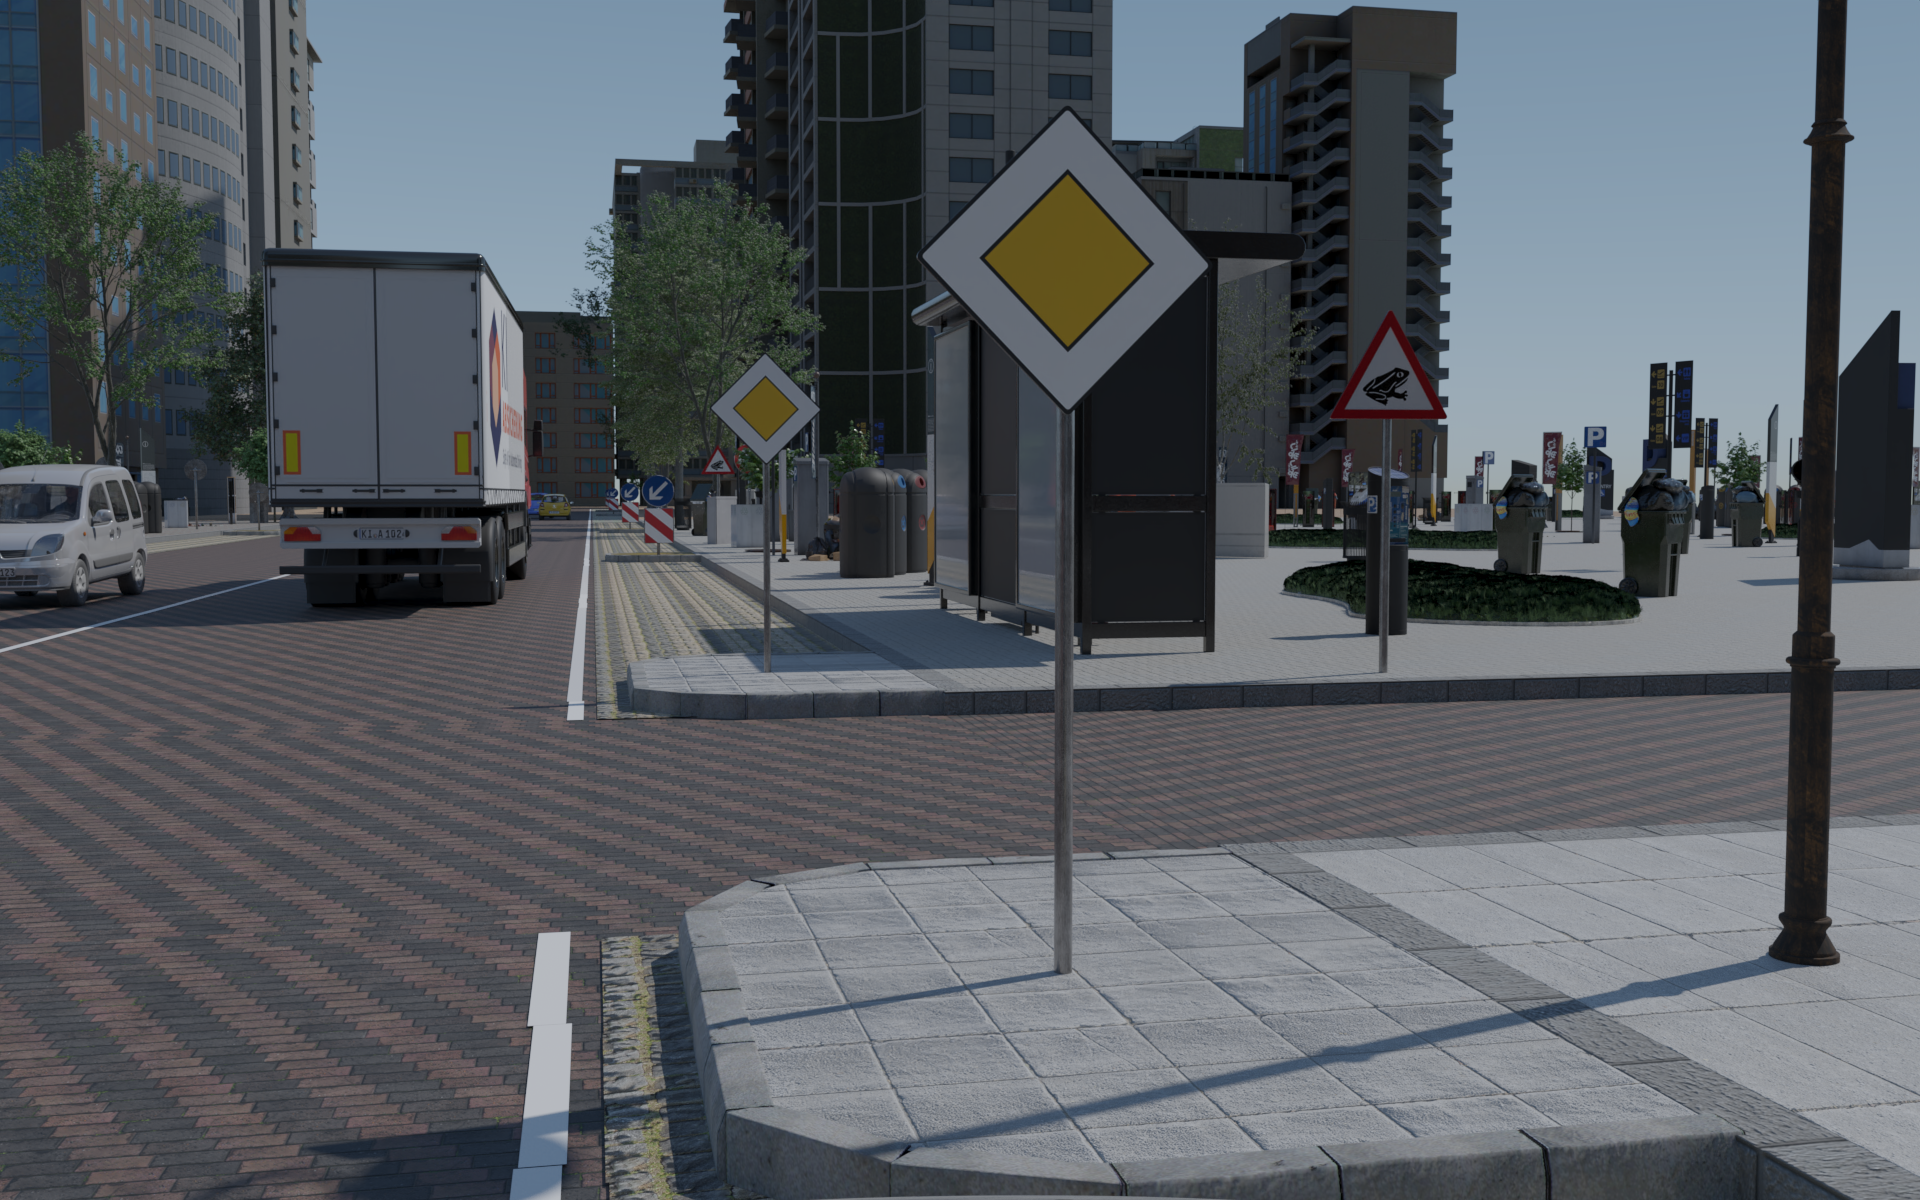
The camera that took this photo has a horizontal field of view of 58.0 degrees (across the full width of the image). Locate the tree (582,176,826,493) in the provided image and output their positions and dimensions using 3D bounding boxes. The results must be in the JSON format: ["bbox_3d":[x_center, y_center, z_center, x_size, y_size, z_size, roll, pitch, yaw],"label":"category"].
[{"bbox_3d":[-8.382,-8.099,58.179,9.928,11.665,9.643,0,3,0],"label":"tree"}]

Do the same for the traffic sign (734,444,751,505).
[{"bbox_3d":[-5.319,-2.672,43.795,0.768,2.556,0.104,-1,4,-8],"label":"traffic sign"}]

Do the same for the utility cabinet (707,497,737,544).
[{"bbox_3d":[-6.124,-2.041,44.539,0.306,1.237,1.020,2,4,23],"label":"utility cabinet"}]

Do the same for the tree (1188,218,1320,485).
[{"bbox_3d":[7.096,-5.862,46.211,4.360,8.622,3.978,0,3,0],"label":"tree"}]

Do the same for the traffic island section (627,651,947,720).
[{"bbox_3d":[-1.366,0.600,12.478,2.009,0.180,2.903,-1,4,-12],"label":"traffic island section"}]

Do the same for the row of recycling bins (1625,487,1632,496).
[{"bbox_3d":[37.176,-5.385,95.160,1.069,1.692,3.534,2,4,27],"label":"row of recycling bins"}]

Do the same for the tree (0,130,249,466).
[{"bbox_3d":[-25.281,-7.662,51.036,9.928,11.665,9.643,0,3,0],"label":"tree"}]

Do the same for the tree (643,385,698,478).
[{"bbox_3d":[-18.426,-9.716,109.218,4.360,8.622,3.978,0,3,0],"label":"tree"}]

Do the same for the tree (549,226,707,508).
[{"bbox_3d":[-23.460,-16.477,125.288,12.611,20.169,13.585,0,3,0],"label":"tree"}]

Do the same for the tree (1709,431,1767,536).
[{"bbox_3d":[23.910,-3.594,53.361,1.663,3.219,1.824,0,3,0],"label":"tree"}]

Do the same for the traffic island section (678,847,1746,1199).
[{"bbox_3d":[0.295,1.077,4.667,2.009,0.180,2.903,-1,4,-12],"label":"traffic island section"}]

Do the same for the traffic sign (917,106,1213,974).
[{"bbox_3d":[0.274,-0.058,4.585,0.795,2.450,0.064,-1,4,-12],"label":"traffic sign"}]

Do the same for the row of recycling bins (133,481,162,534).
[{"bbox_3d":[-26.741,-2.946,55.276,1.069,1.692,3.534,1,4,10],"label":"row of recycling bins"}]

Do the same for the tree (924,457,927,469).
[{"bbox_3d":[-0.969,-5.081,77.672,1.663,3.219,1.824,0,3,0],"label":"tree"}]

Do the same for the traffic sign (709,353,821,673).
[{"bbox_3d":[-1.387,-0.535,12.396,0.795,2.450,0.064,-1,4,-12],"label":"traffic sign"}]

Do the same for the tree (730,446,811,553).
[{"bbox_3d":[-4.369,-2.679,38.408,1.663,3.219,1.824,0,3,0],"label":"tree"}]

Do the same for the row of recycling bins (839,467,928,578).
[{"bbox_3d":[-1.095,-1.274,27.950,1.069,1.692,3.534,1,4,16],"label":"row of recycling bins"}]

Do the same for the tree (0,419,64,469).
[{"bbox_3d":[-41.086,-5.627,75.711,4.285,4.588,4.351,0,3,0],"label":"tree"}]

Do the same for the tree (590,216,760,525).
[{"bbox_3d":[-11.287,-9.332,70.703,7.486,12.596,7.792,0,3,0],"label":"tree"}]

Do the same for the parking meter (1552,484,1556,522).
[{"bbox_3d":[27.400,-4.512,79.482,0.255,1.863,0.399,-3,5,-43],"label":"parking meter"}]

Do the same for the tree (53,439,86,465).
[{"bbox_3d":[-31.517,-4.075,61.231,1.663,3.219,1.824,0,3,0],"label":"tree"}]

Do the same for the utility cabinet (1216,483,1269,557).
[{"bbox_3d":[5.597,-1.599,34.823,1.173,1.500,0.318,2,4,26],"label":"utility cabinet"}]

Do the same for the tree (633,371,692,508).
[{"bbox_3d":[-16.695,-8.954,96.763,4.737,8.622,4.395,0,3,0],"label":"tree"}]

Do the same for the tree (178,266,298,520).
[{"bbox_3d":[-33.537,-10.329,85.880,9.611,12.733,9.660,0,3,0],"label":"tree"}]

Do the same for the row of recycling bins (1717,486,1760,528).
[{"bbox_3d":[29.920,-3.646,66.724,1.069,1.692,3.534,1,4,16],"label":"row of recycling bins"}]

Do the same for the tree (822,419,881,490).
[{"bbox_3d":[-2.897,-3.084,45.022,1.663,3.219,1.824,0,3,0],"label":"tree"}]

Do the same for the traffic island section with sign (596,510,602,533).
[{"bbox_3d":[-12.288,-3.378,63.852,1.989,1.847,2.006,-1,4,-12],"label":"traffic island section with sign"}]

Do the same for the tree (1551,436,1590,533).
[{"bbox_3d":[20.656,-3.882,58.075,1.663,3.219,1.824,0,3,0],"label":"tree"}]

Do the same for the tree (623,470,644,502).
[{"bbox_3d":[-25.953,-8.727,137.286,1.663,3.219,1.824,0,3,0],"label":"tree"}]

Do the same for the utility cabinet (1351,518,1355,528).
[{"bbox_3d":[13.013,-2.721,55.647,0.306,1.237,1.020,-3,4,-38],"label":"utility cabinet"}]

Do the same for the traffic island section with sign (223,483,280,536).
[{"bbox_3d":[-24.442,-3.161,60.303,1.989,1.847,2.006,-1,4,-12],"label":"traffic island section with sign"}]

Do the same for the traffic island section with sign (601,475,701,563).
[{"bbox_3d":[-6.574,-1.734,36.985,1.989,1.847,2.006,-1,4,-12],"label":"traffic island section with sign"}]

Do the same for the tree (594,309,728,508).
[{"bbox_3d":[-13.630,-9.001,81.573,7.601,10.594,8.767,-1,4,-13],"label":"tree"}]

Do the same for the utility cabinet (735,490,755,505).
[{"bbox_3d":[-10.502,-4.676,85.128,1.173,1.500,0.318,2,4,32],"label":"utility cabinet"}]

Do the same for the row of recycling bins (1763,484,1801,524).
[{"bbox_3d":[35.193,-4.088,73.958,3.534,1.692,1.069,2,4,28],"label":"row of recycling bins"}]

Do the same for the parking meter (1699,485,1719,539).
[{"bbox_3d":[21.275,-2.501,49.304,0.372,1.533,0.369,0,3,0],"label":"parking meter"}]

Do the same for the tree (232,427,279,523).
[{"bbox_3d":[-30.571,-5.724,77.299,4.285,4.588,4.351,0,3,0],"label":"tree"}]

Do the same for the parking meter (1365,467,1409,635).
[{"bbox_3d":[3.911,-0.455,15.849,0.372,1.533,0.369,0,3,0],"label":"parking meter"}]

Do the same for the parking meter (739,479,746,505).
[{"bbox_3d":[-8.336,-3.710,66.374,0.255,1.863,0.399,-1,4,-15],"label":"parking meter"}]

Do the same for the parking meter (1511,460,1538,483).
[{"bbox_3d":[9.546,-1.444,29.318,0.255,1.863,0.399,-3,5,-42],"label":"parking meter"}]

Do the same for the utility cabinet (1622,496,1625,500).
[{"bbox_3d":[28.633,-3.878,74.559,0.306,1.237,1.020,1,4,20],"label":"utility cabinet"}]

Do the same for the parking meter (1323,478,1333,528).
[{"bbox_3d":[13.586,-3.563,63.971,0.255,1.863,0.399,0,4,-7],"label":"parking meter"}]

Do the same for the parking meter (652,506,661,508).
[{"bbox_3d":[-13.372,-4.156,76.354,0.372,1.533,0.369,0,3,0],"label":"parking meter"}]
